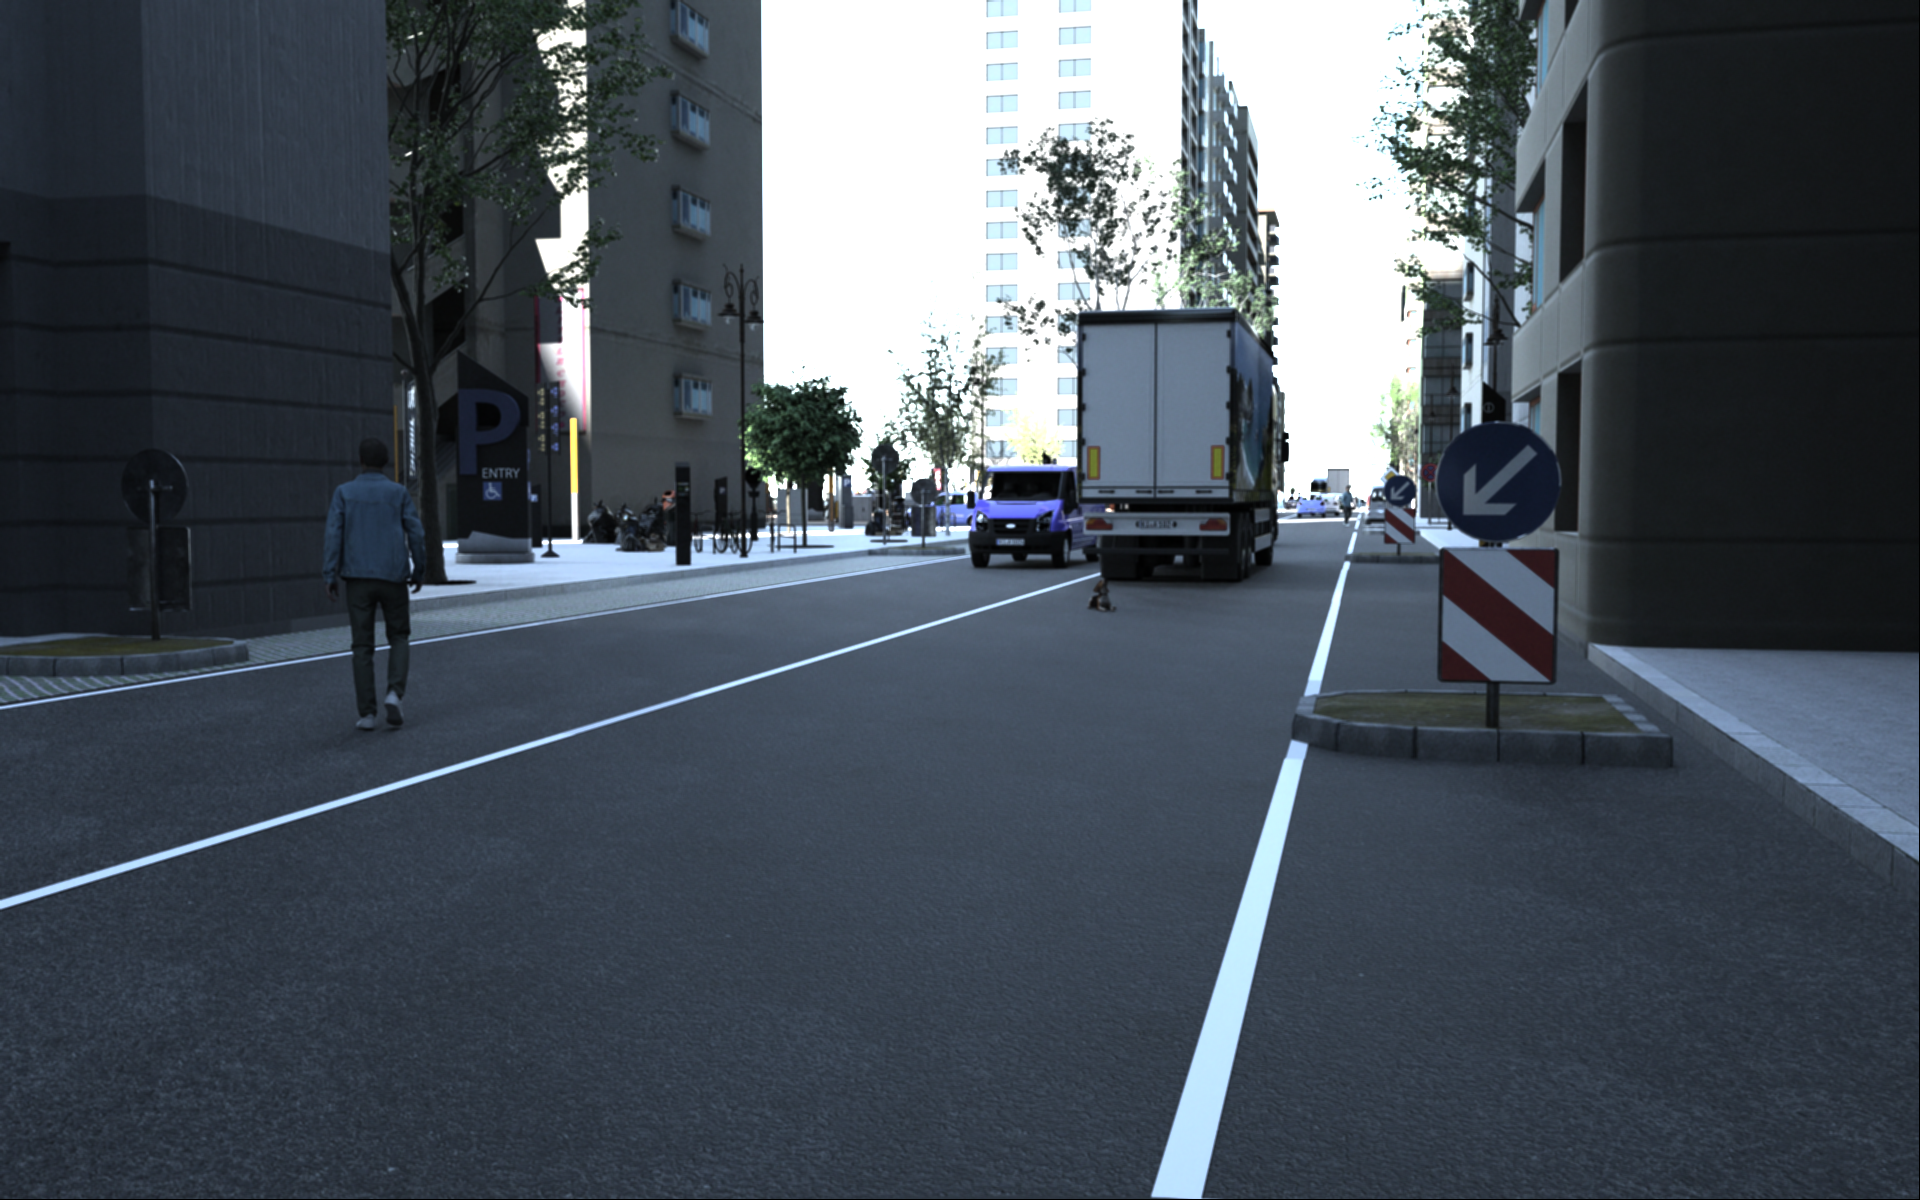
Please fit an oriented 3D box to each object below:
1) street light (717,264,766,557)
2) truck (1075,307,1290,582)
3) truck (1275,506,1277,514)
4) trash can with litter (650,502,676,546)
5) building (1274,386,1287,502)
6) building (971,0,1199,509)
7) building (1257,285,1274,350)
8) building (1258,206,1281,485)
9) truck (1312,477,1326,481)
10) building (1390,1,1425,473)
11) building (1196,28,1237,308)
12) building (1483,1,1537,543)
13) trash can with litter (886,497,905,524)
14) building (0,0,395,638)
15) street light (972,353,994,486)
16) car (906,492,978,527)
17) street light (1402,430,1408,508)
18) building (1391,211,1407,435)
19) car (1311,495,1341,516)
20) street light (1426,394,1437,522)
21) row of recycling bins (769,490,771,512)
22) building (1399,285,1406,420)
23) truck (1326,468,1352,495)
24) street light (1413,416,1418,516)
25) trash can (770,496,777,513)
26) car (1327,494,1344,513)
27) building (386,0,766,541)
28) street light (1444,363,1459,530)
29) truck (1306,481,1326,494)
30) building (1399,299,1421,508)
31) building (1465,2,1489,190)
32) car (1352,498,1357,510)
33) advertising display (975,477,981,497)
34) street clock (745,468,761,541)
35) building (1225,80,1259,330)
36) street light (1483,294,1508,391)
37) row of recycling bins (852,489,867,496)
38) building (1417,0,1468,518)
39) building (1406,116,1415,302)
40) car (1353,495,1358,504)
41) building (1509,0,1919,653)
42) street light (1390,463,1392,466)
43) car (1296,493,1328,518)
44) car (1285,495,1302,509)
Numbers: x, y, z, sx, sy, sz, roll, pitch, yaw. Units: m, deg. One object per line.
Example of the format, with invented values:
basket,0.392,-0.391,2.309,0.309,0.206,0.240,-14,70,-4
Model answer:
street light,-4.384,-3.802,34.942,0.468,5.910,1.993,1,4,13
truck,4.324,-2.617,31.705,2.839,4.237,11.283,1,4,14
truck,19.728,-7.698,115.618,2.967,4.110,18.799,1,4,12
trash can with litter,-7.180,-1.896,42.395,1.055,1.170,0.624,-2,4,-25
building,39.556,-27.087,287.907,27.650,21.520,28.899,1,4,13
building,13.207,-44.012,157.845,20.563,71.187,20.611,1,4,13
building,35.322,-28.458,236.991,14.160,30.474,14.107,1,4,13
building,36.125,-36.928,258.392,22.147,44.769,28.867,1,4,13
truck,57.516,-17.488,275.681,2.967,4.110,18.799,1,4,13
building,76.062,-57.776,257.311,22.319,86.520,31.000,1,4,13
building,17.416,-34.502,183.711,23.786,49.044,30.456,1,4,13
building,24.480,-30.663,43.336,21.231,58.520,28.212,1,4,13
trash can with litter,-2.759,-3.856,74.428,0.624,1.170,1.055,-1,4,-20
building,-19.780,-28.418,6.636,21.231,58.520,28.212,1,4,13
street light,0.742,-5.141,56.849,0.468,5.910,1.993,1,4,13
car,-0.422,-3.664,69.503,3.694,1.707,1.945,1,4,14
street light,31.399,-9.111,121.752,0.468,5.910,1.993,1,4,13
building,82.046,-40.411,284.426,21.300,48.544,21.600,1,4,13
car,24.249,-6.279,115.018,2.083,1.381,4.827,1,4,12
street light,21.669,-6.541,79.727,0.468,5.910,1.993,1,4,13
row of recycling bins,-15.420,-7.246,125.588,3.534,1.692,1.069,-1,4,-19
building,67.507,-28.487,237.462,14.160,30.474,14.107,1,4,13
truck,41.495,-12.287,189.808,2.839,4.237,11.283,1,4,13
street light,26.526,-7.821,100.653,0.468,5.910,1.993,1,4,13
trash can,-11.900,-6.129,111.862,0.748,1.137,0.748,0,3,0
car,29.230,-7.542,135.116,2.131,1.459,4.920,1,4,13
building,-19.925,-26.409,55.497,21.600,48.544,21.300,1,4,13
street light,17.423,-5.423,61.460,0.468,5.910,1.993,1,4,13
truck,53.567,-16.037,258.120,3.469,3.379,9.791,1,4,15
building,56.357,-19.560,164.841,27.650,21.520,28.899,1,4,13
building,33.250,-27.620,75.281,21.600,48.544,21.300,1,4,13
car,35.060,-8.888,157.681,2.083,1.381,4.827,1,4,14
advertising display,1.151,-4.246,74.629,0.974,1.923,0.123,0,4,7
street clock,-5.648,-2.624,47.475,0.471,2.002,0.358,0,4,3
building,24.431,-35.784,208.770,21.300,48.544,21.600,1,4,13
street light,12.413,-4.127,40.263,0.468,5.910,1.993,1,4,13
row of recycling bins,-8.105,-8.196,141.119,3.534,1.692,1.069,1,4,12
building,32.892,-25.228,96.072,14.154,41.232,14.086,1,4,13
building,55.226,-30.761,186.533,14.154,41.232,14.086,1,4,13
car,58.316,-14.959,257.164,1.945,1.354,3.894,1,4,13
building,17.540,-9.811,5.444,27.650,21.520,28.899,1,4,13
street light,43.958,-12.355,174.793,0.468,5.910,1.993,1,4,13
car,21.438,-5.870,105.558,1.945,1.707,3.694,1,4,12
car,31.573,-9.192,162.877,1.945,1.354,3.894,1,4,14
